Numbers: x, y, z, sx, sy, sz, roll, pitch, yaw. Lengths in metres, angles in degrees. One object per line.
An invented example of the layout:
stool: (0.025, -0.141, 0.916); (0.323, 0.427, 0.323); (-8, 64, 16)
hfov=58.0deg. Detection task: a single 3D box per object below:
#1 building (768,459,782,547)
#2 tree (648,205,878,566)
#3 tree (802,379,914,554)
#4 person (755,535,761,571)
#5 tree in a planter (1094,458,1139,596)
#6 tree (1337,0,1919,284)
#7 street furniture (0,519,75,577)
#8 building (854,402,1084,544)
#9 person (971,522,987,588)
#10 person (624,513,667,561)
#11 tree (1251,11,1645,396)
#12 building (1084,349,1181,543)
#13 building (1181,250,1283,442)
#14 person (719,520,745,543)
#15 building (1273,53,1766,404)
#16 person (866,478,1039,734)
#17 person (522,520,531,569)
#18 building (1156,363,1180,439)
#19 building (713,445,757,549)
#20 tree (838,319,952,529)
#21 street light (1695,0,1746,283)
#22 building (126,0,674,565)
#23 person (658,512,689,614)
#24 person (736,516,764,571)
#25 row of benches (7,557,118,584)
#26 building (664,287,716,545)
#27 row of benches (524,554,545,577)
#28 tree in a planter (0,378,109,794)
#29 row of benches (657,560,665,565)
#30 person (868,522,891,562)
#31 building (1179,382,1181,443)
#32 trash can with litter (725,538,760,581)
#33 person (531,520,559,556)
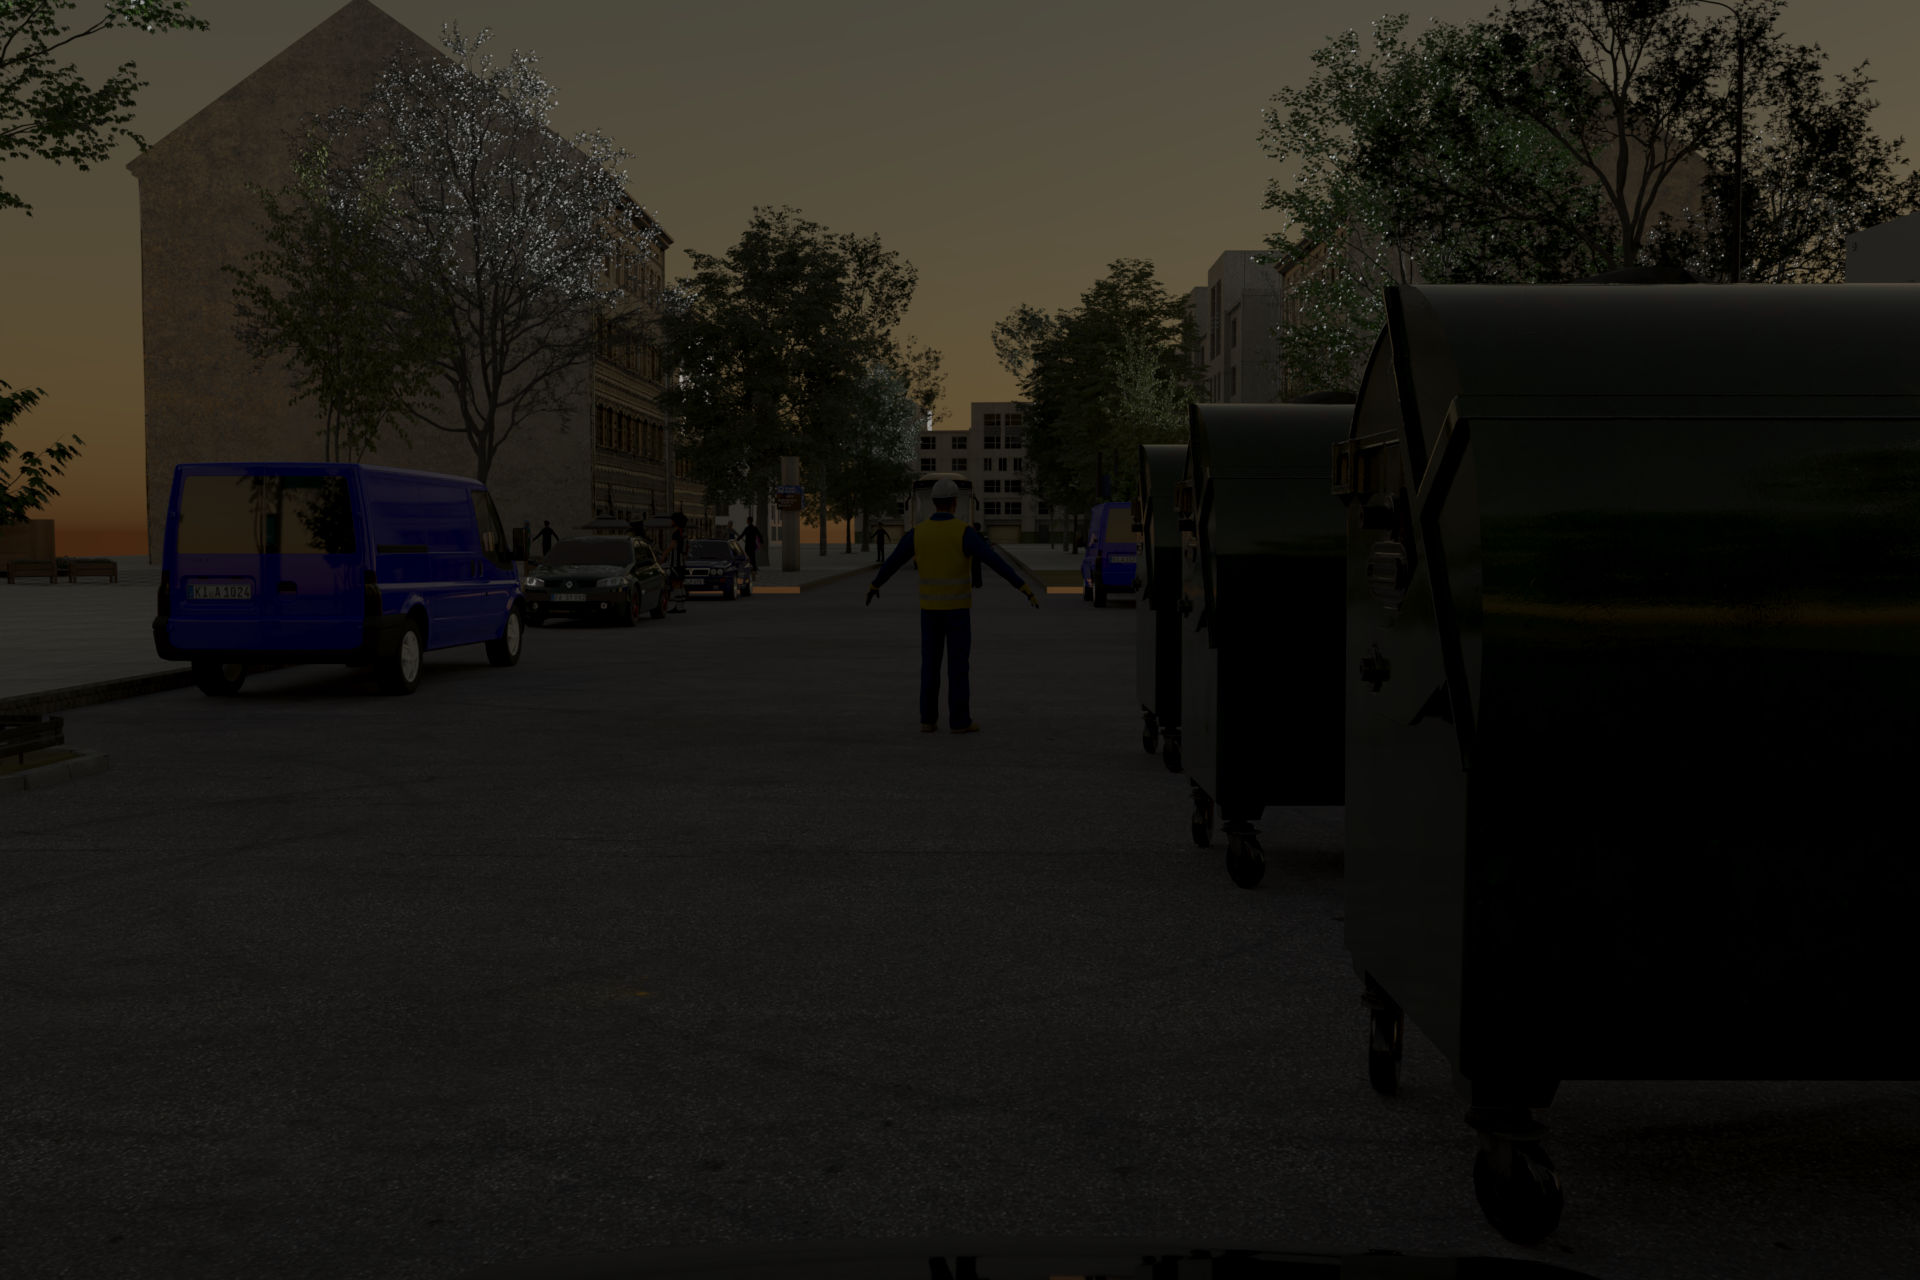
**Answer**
building: (-23.985, -15.260, 191.641); (9.099, 9.664, 28.070); (0, 3, 0)
tree: (-7.950, -9.907, 68.627); (9.857, 13.997, 8.962); (0, 3, 0)
tree: (-7.181, -11.498, 113.750); (9.928, 11.665, 9.643); (0, 3, 0)
person: (-7.024, -3.134, 60.509); (0.599, 1.433, 0.991); (-1, 4, -8)
tree in a planter: (3.966, -2.660, 40.710); (1.991, 3.239, 1.994); (0, 3, 0)
tree: (9.888, -5.496, 24.276); (8.767, 10.594, 7.601); (0, 4, -8)
street furniture: (-30.541, -2.849, 53.443); (11.010, 1.723, 9.812); (3, 4, 39)
building: (2.347, -22.618, 238.712); (31.486, 18.905, 16.747); (0, 4, 6)
person: (0.364, -2.239, 45.786); (0.721, 1.740, 1.216); (3, 4, 38)
person: (-6.471, -1.628, 34.847); (1.354, 1.856, 0.705); (2, 4, 32)
tree: (9.566, -6.624, 34.061); (9.928, 11.665, 9.643); (0, 3, 0)
building: (28.671, -22.204, 207.014); (27.936, 21.610, 32.646); (0, 4, 1)
building: (24.983, -15.293, 116.506); (16.747, 18.905, 31.486); (0, 4, 1)
person: (-9.429, -4.004, 71.322); (1.347, 1.847, 0.705); (-3, 5, -41)
building: (27.202, -15.752, 88.474); (19.493, 23.208, 18.063); (0, 4, 1)
person: (-0.095, -0.251, 12.536); (1.349, 1.833, 0.705); (1, 4, 21)
person: (-15.976, -3.522, 63.708); (0.704, 1.817, 1.347); (-1, 4, -20)
building: (25.538, -20.231, 187.200); (16.016, 20.090, 11.380); (0, 4, 1)
building: (-22.827, -13.494, 162.776); (9.099, 9.664, 28.070); (0, 3, 0)
tree: (-6.750, -17.905, 148.628); (12.611, 20.169, 13.585); (0, 3, 0)
street light: (7.156, -2.584, 14.796); (1.470, 5.913, 1.316); (0, 4, 0)
building: (-24.434, -15.250, 80.260); (19.493, 23.208, 18.063); (0, 3, 0)
person: (-5.129, -1.391, 31.344); (0.704, 1.843, 1.345); (1, 4, 9)
person: (-6.198, -2.739, 51.014); (0.704, 1.802, 1.346); (2, 4, 35)
row of benches: (-23.888, -1.791, 44.754); (4.104, 0.672, 1.422); (-3, 4, -37)
building: (-27.603, -17.658, 119.638); (19.493, 23.208, 18.063); (0, 4, 0)
row of benches: (-14.200, -2.267, 52.524); (4.104, 0.672, 1.422); (0, 4, -6)
tree in a planter: (-6.190, -0.781, 9.993); (1.991, 3.239, 1.994); (0, 4, 1)
row of benches: (-9.437, -2.001, 48.187); (4.104, 0.672, 1.422); (1, 4, 18)
person: (-3.683, -4.521, 79.860); (1.347, 1.837, 0.705); (3, 4, 36)
building: (26.933, -19.240, 170.998); (16.016, 20.090, 11.380); (0, 4, 1)
trash can with litter: (-6.036, -2.218, 47.644); (1.055, 1.170, 0.624); (0, 4, 1)
person: (-15.918, -3.698, 66.641); (0.705, 1.806, 1.347); (3, 5, 40)
